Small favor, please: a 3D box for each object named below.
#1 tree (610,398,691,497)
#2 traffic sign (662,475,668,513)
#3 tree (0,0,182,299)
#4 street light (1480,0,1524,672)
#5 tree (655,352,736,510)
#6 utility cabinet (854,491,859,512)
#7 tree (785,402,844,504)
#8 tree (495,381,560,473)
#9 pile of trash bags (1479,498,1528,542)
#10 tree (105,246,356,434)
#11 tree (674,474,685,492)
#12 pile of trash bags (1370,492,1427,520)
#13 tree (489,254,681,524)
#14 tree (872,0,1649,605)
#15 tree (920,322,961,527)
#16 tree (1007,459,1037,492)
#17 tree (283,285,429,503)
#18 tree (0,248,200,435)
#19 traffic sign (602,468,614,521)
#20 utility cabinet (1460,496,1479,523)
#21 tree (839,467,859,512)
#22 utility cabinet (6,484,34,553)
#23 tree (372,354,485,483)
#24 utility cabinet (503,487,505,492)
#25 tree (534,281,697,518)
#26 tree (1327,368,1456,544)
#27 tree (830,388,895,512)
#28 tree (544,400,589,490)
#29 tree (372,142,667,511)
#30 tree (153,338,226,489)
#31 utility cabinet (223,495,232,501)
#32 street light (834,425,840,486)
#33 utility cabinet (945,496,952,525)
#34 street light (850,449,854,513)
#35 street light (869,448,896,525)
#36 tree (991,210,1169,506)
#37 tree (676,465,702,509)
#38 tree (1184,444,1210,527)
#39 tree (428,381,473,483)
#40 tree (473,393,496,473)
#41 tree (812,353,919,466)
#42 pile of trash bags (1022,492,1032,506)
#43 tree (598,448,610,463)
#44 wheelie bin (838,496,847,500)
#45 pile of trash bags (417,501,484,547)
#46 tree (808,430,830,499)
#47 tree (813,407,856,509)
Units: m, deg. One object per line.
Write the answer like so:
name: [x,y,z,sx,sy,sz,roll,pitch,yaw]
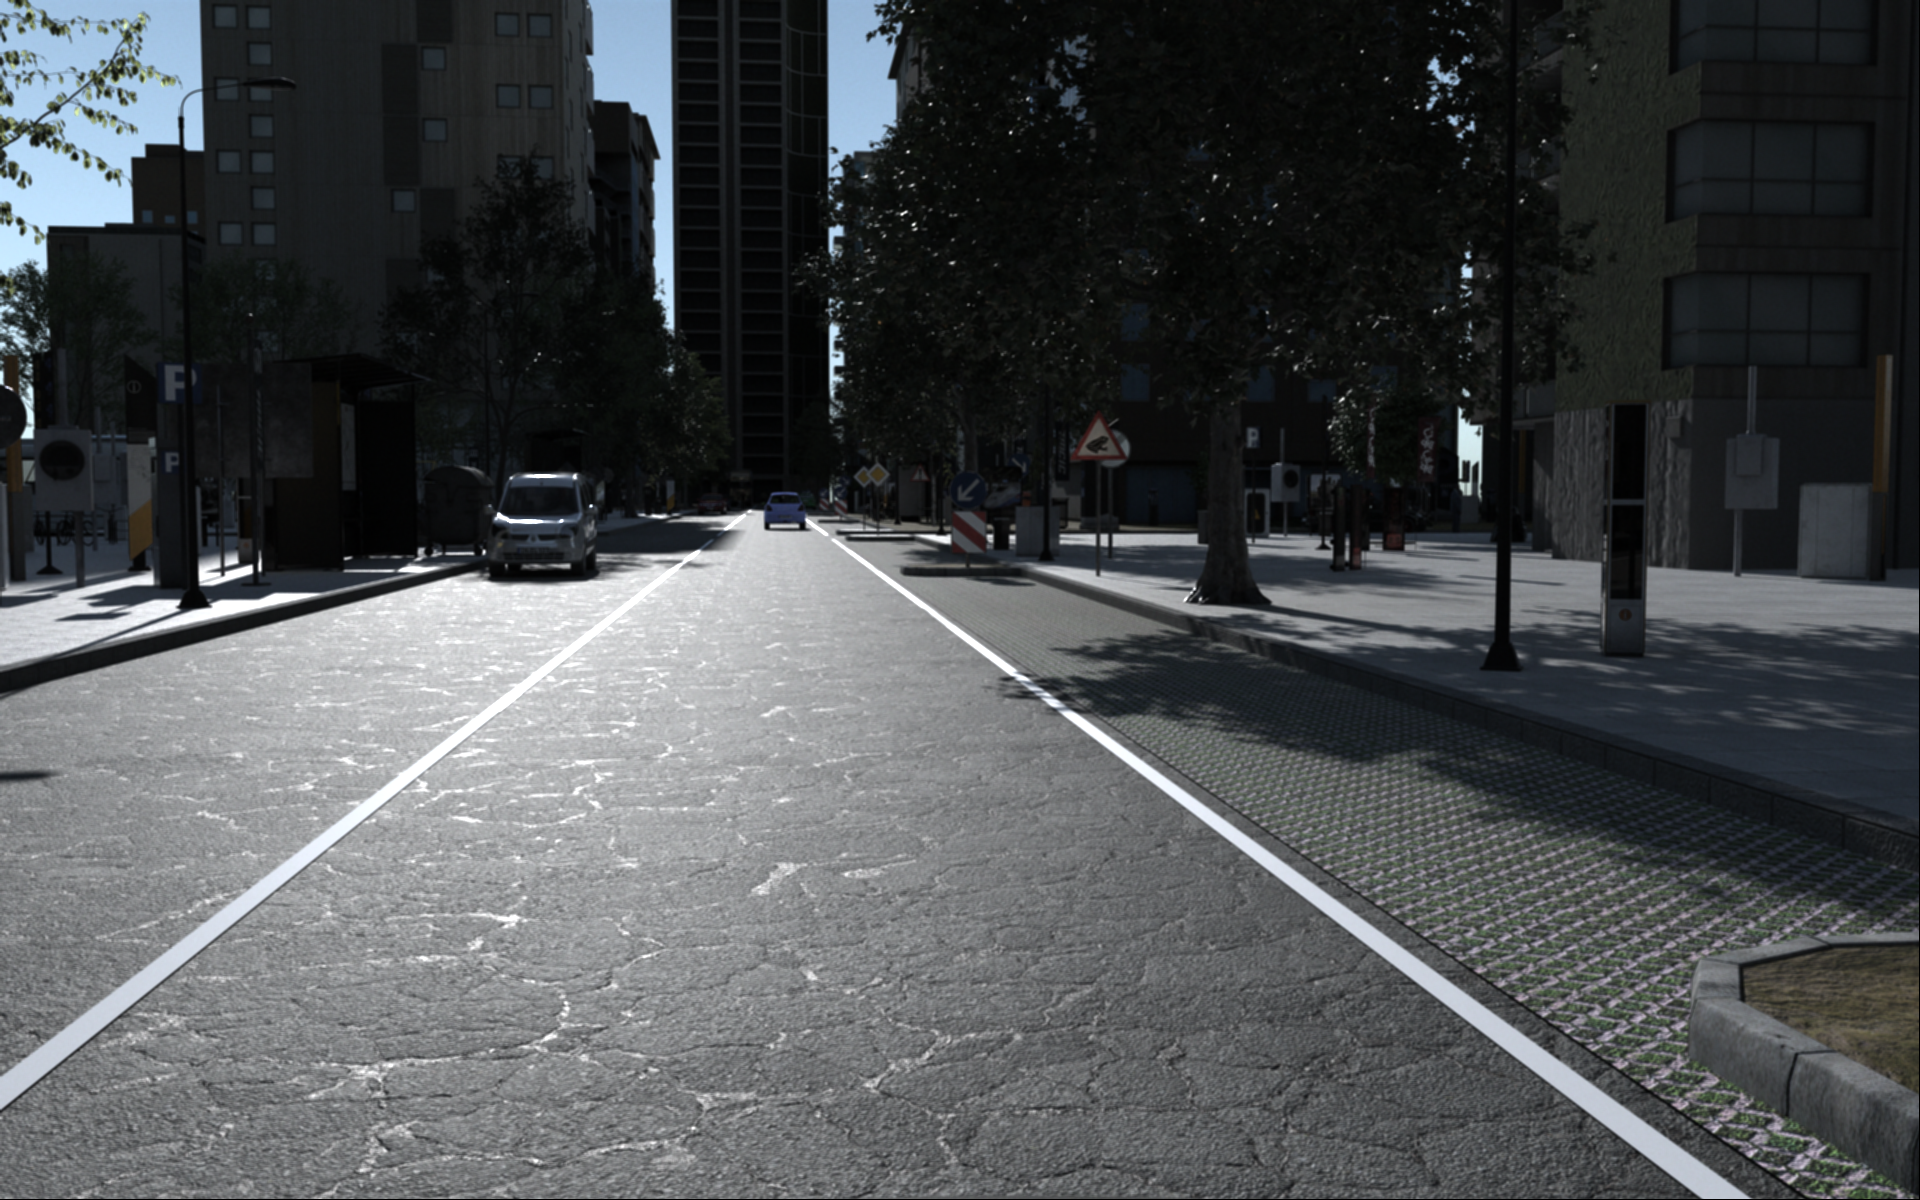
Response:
tree: [-19.018,-9.752,109.805,4.360,8.622,3.978,0,3,0]
traffic sign: [-19.544,-7.072,115.725,0.768,2.556,0.104,0,4,-5]
tree: [-8.376,-3.826,12.924,4.360,8.622,3.978,0,3,0]
street light: [3.428,-2.441,12.452,1.470,5.913,1.316,0,4,-6]
tree: [-21.855,-13.449,138.014,7.486,12.596,7.792,0,3,0]
utility cabinet: [-6.896,-6.862,120.867,0.318,1.500,1.173,2,4,34]
tree: [-17.905,-18.031,212.936,7.486,12.596,7.792,0,3,0]
tree: [-27.973,-9.992,113.737,4.360,8.622,3.978,0,3,0]
pile of trash bags: [15.761,-2.209,45.871,3.447,1.369,1.912,3,5,39]
tree: [-29.263,-8.937,71.868,9.928,11.665,9.643,0,3,0]
tree: [-21.719,-8.267,129.765,1.663,3.219,1.824,0,3,0]
pile of trash bags: [16.964,-3.597,68.568,3.447,1.369,1.912,-3,5,-41]
tree: [-16.208,-9.138,75.169,9.928,11.665,9.643,0,3,0]
tree: [3.045,-6.303,20.067,9.611,12.733,9.660,0,3,0]
tree: [-0.802,-7.205,68.168,4.360,8.622,3.978,0,3,0]
tree: [2.553,-5.204,79.686,1.663,3.219,1.824,0,3,0]
tree: [-22.281,-6.835,62.122,4.360,8.622,3.978,0,3,0]
tree: [-37.610,-8.997,72.863,9.928,11.665,9.643,0,3,0]
traffic sign: [-17.025,-5.086,83.263,0.768,2.556,0.104,0,4,-5]
utility cabinet: [22.119,-3.946,75.678,1.020,1.237,0.306,0,4,-6]
tree: [-7.675,-7.858,123.076,1.663,3.219,1.824,0,3,0]
utility cabinet: [-20.610,-1.753,37.348,0.318,1.500,1.173,2,4,26]
tree: [-27.050,-8.524,89.737,4.737,8.622,4.395,0,3,0]
utility cabinet: [-13.118,-2.656,52.098,1.173,1.500,0.318,-1,4,-18]
tree: [-17.725,-10.715,92.202,9.611,12.733,9.660,0,3,0]
tree: [11.220,-3.752,45.058,4.285,4.588,4.351,0,3,0]
tree: [-4.791,-9.049,98.313,4.737,8.622,4.395,0,3,0]
tree: [-26.571,-10.340,119.427,4.737,8.622,4.395,0,3,0]
tree: [-12.112,-6.824,45.982,7.601,10.594,8.767,1,4,22]
tree: [-36.271,-8.093,82.684,4.737,8.622,4.395,0,3,0]
utility cabinet: [-42.706,-5.465,100.521,1.020,1.237,0.306,0,4,4]
street light: [-7.680,-8.689,114.611,1.470,5.913,1.316,0,4,-6]
utility cabinet: [-0.470,-3.673,71.213,0.306,1.237,1.020,0,3,0]
street light: [-5.297,-7.378,93.179,1.470,5.913,1.316,0,4,-6]
street light: [-3.169,-6.125,72.678,1.470,5.913,1.316,0,4,-6]
tree: [2.090,-5.282,36.730,4.737,8.622,4.395,0,3,0]
tree: [-24.217,-10.245,151.225,4.285,4.588,4.351,0,3,0]
tree: [9.512,-4.435,67.109,1.663,3.219,1.824,0,3,0]
tree: [-29.751,-8.839,94.884,4.360,8.622,3.978,0,3,0]
tree: [-32.693,-10.286,118.537,4.360,8.622,3.978,0,3,0]
tree: [-5.460,-10.497,106.038,7.601,10.594,8.767,1,4,8]
pile of trash bags: [2.180,-3.969,74.645,1.912,1.369,3.447,-2,4,-25]
tree: [-27.305,-10.894,128.475,4.360,8.622,3.978,0,3,0]
wheelie bin: [-8.453,-7.136,124.582,0.693,1.594,0.980,-1,4,-9]
pile of trash bags: [-12.957,-2.079,43.749,1.912,1.369,3.447,0,4,-5]
tree: [-13.617,-14.226,182.952,4.737,8.622,4.395,0,3,0]
tree: [-10.573,-11.985,146.317,4.360,8.622,3.978,0,3,0]
